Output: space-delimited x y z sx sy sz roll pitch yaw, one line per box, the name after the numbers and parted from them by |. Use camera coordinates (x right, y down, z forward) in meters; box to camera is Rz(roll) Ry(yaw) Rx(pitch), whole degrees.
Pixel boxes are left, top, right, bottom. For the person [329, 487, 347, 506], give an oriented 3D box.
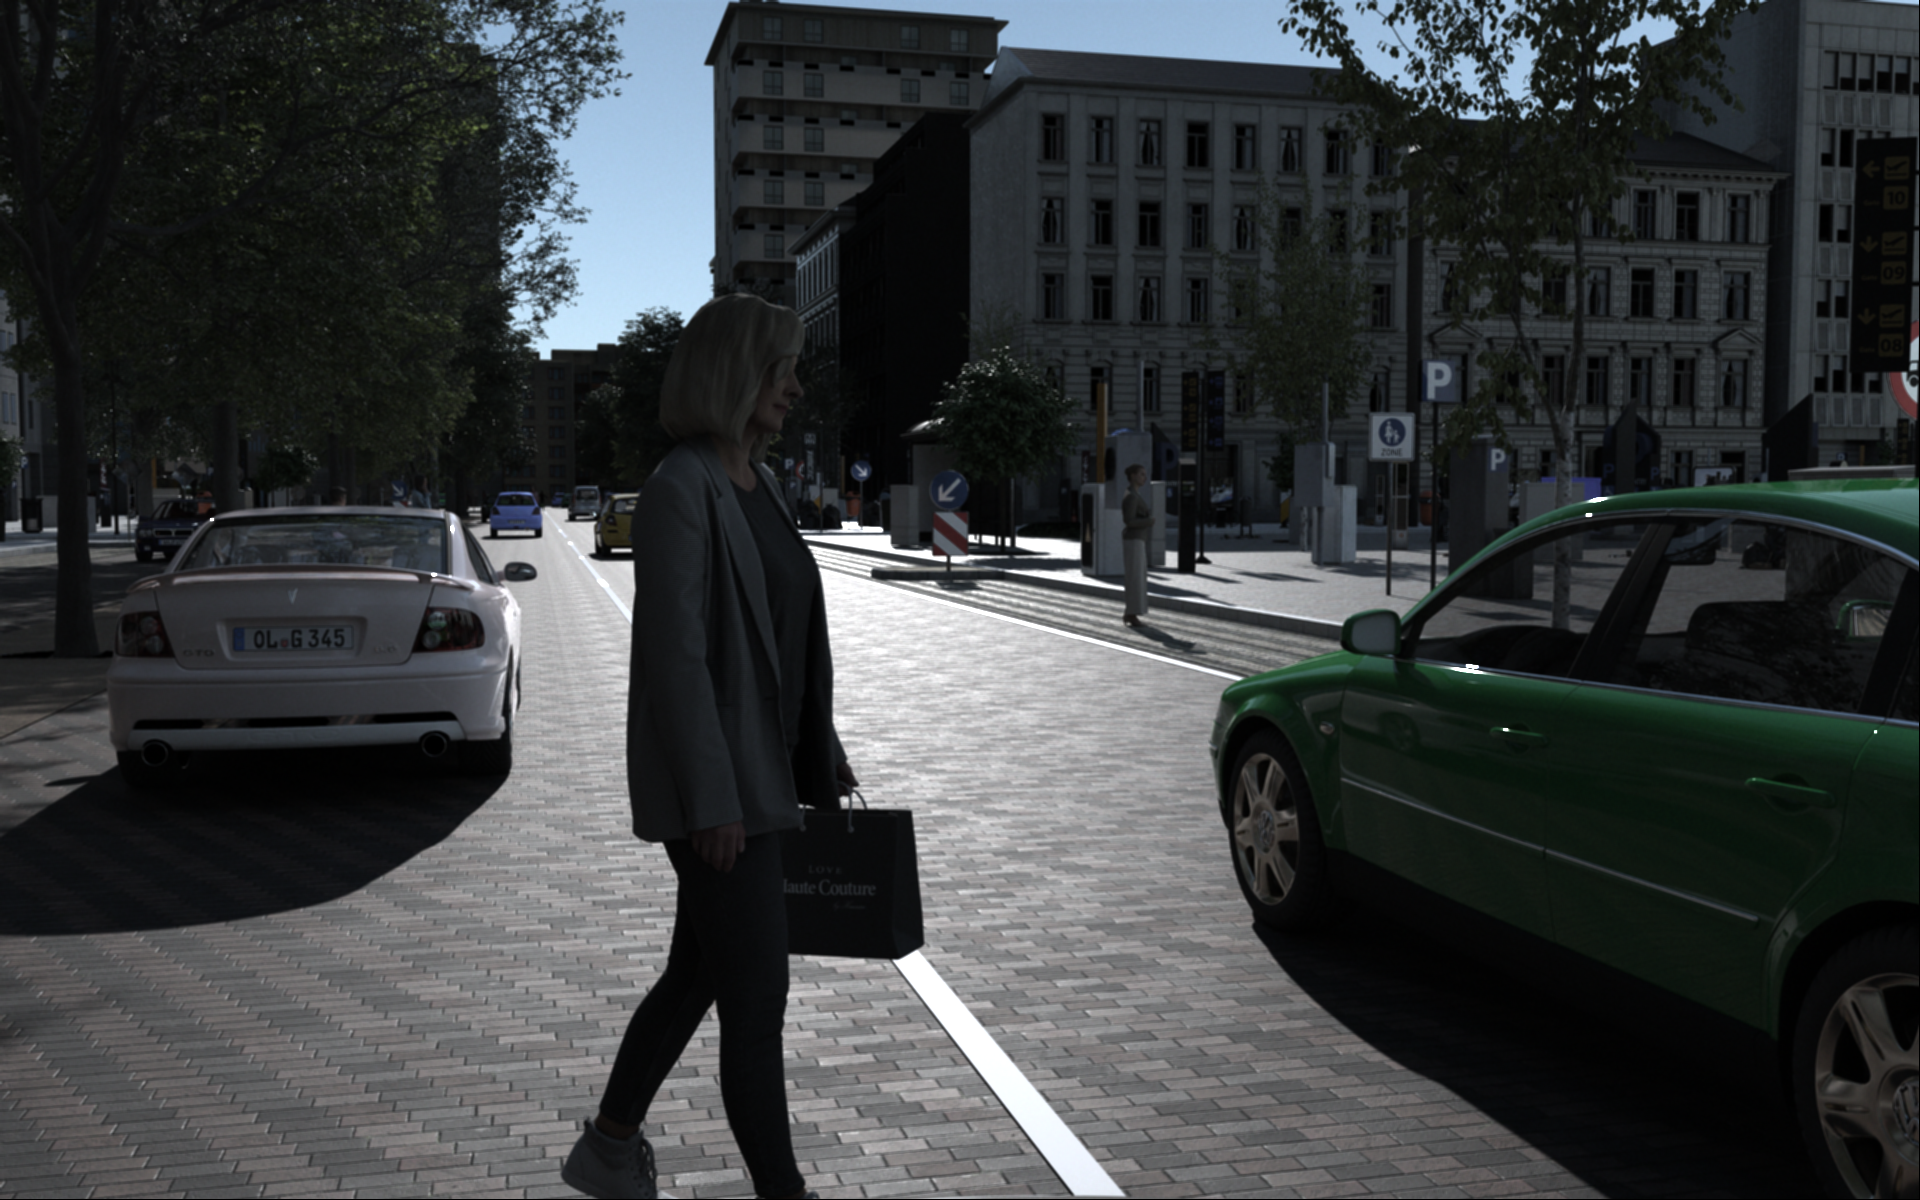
-7.082 -0.518 19.567 0.503 1.515 0.523 -3 4 -38 | person

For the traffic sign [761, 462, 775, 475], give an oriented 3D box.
-5.859 -2.908 51.186 0.795 2.450 0.064 -1 4 -14 | traffic sign

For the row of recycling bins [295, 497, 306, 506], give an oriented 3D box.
-46.879 -7.043 122.266 1.069 1.692 3.534 -1 4 -15 | row of recycling bins

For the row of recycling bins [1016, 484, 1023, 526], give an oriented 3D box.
1.177 -3.879 70.536 3.534 1.692 1.069 3 5 45 | row of recycling bins

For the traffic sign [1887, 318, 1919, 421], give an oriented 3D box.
6.952 -0.757 12.490 0.768 2.556 0.104 -1 4 -13 | traffic sign

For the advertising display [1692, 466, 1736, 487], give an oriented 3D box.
17.434 -2.132 40.075 0.123 1.923 0.974 -3 5 -41 | advertising display

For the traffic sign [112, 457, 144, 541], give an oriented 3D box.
-22.603 -2.656 47.071 0.795 2.450 0.064 -1 4 -14 | traffic sign

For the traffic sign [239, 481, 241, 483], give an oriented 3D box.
-37.984 -5.540 90.685 0.768 2.556 0.104 -1 4 -13 | traffic sign

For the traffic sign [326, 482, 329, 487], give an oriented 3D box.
-44.674 -7.540 123.290 0.884 2.594 0.081 -1 4 -9 | traffic sign

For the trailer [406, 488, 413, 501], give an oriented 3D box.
-50.301 -9.282 158.811 1.471 1.999 3.904 -1 4 -15 | trailer

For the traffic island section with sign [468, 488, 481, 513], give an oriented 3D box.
-36.247 -7.395 129.041 2.006 1.907 1.989 -1 4 -14 | traffic island section with sign

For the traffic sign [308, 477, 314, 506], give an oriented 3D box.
-43.848 -7.121 116.534 0.768 2.556 0.104 0 4 -5 | traffic sign

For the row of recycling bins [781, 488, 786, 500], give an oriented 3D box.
-12.630 -7.009 121.702 1.069 1.692 3.534 1 4 9 | row of recycling bins

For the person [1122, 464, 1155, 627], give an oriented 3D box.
1.914 -0.583 18.584 0.362 1.759 0.519 0 4 6 | person

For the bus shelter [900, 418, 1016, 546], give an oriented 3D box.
0.019 -3.092 44.477 2.014 3.302 5.546 -1 4 -14 | bus shelter

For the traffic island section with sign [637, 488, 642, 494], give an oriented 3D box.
-20.175 -6.143 109.073 1.989 1.847 2.006 -1 4 -14 | traffic island section with sign

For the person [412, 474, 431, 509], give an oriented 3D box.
-9.810 -1.389 31.476 0.793 1.790 0.793 3 5 42 | person

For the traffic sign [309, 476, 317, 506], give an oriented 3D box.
-44.600 -7.274 119.030 0.768 2.556 0.104 -1 4 -9 | traffic sign

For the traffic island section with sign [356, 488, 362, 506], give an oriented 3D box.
-36.847 -5.944 105.815 1.989 1.847 2.006 -1 4 -14 | traffic island section with sign

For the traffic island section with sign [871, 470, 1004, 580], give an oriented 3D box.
-0.460 -1.278 29.517 1.989 1.847 2.006 -1 4 -14 | traffic island section with sign

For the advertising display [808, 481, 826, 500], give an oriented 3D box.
-7.193 -5.015 87.214 0.974 1.923 0.123 1 4 18 | advertising display

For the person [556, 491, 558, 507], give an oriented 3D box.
-44.641 -11.164 191.588 0.434 1.755 0.990 0 4 -1 | person

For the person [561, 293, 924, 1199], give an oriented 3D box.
-0.425 0.328 3.316 0.728 1.800 0.709 1 4 18 | person

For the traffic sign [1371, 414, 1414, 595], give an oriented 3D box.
5.429 -1.208 21.879 0.606 2.300 0.079 -1 4 -11 | traffic sign

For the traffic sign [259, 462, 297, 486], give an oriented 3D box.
-40.999 -6.754 104.298 2.265 3.308 0.079 -1 4 -11 | traffic sign

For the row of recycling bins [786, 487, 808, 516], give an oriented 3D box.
-8.937 -5.940 104.225 1.069 1.692 3.534 2 4 27 | row of recycling bins

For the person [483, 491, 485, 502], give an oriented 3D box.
-53.374 -11.374 194.405 0.705 1.831 1.348 0 4 -7 | person

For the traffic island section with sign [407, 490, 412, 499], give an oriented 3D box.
-48.800 -8.894 154.046 1.989 1.847 2.006 -1 4 -14 | traffic island section with sign

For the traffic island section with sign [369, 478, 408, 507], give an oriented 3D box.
-18.157 -2.934 56.104 2.006 1.907 1.989 -1 4 -14 | traffic island section with sign

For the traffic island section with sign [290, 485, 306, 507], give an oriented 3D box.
-30.258 -4.318 79.227 1.989 1.847 2.006 -1 4 -14 | traffic island section with sign

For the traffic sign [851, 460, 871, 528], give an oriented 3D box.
-3.746 -4.009 65.659 0.768 2.556 0.104 0 4 -6 | traffic sign

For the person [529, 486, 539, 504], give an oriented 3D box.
-19.769 -4.383 80.179 0.555 1.821 0.388 -2 4 -30 | person

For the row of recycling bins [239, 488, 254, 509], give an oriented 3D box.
-48.510 -6.561 114.383 3.534 1.692 1.069 -1 4 -12 | row of recycling bins

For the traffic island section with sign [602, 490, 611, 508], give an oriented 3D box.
-32.249 -9.123 157.796 1.989 1.847 2.006 -1 4 -14 | traffic island section with sign

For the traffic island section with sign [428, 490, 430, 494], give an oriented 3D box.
-55.296 -10.494 180.210 1.989 1.847 2.006 -1 4 -14 | traffic island section with sign

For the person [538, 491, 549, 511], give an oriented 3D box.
-36.392 -8.659 150.903 1.217 1.723 0.721 0 4 3 | person

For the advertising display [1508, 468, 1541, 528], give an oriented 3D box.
14.072 -2.331 43.329 0.974 1.923 0.123 -1 4 -16 | advertising display

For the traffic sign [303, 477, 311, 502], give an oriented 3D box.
-42.445 -6.861 112.285 0.768 2.556 0.104 -1 4 -8 | traffic sign

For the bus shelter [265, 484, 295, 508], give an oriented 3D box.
-38.599 -6.434 99.125 2.014 3.302 5.546 -1 4 -14 | bus shelter

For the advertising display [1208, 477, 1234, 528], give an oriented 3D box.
9.854 -3.683 65.428 0.974 1.923 0.123 -1 4 -11 | advertising display

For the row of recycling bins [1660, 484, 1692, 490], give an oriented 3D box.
29.037 -3.891 70.731 1.069 1.692 3.534 -1 4 -23 | row of recycling bins

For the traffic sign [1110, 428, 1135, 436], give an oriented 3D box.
3.170 -2.045 33.542 0.768 2.556 0.104 -1 4 -10 | traffic sign

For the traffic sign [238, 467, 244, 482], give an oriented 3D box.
-33.093 -4.831 79.098 0.768 2.556 0.104 0 4 -6 | traffic sign

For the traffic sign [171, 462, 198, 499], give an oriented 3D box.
-24.524 -3.130 54.823 0.795 2.450 0.064 -1 4 -14 | traffic sign

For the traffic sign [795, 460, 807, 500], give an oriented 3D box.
-5.801 -3.978 65.145 0.768 2.556 0.104 0 4 -6 | traffic sign

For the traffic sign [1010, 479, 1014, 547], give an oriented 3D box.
1.253 -2.543 41.684 0.768 2.556 0.104 -1 4 -10 | traffic sign
